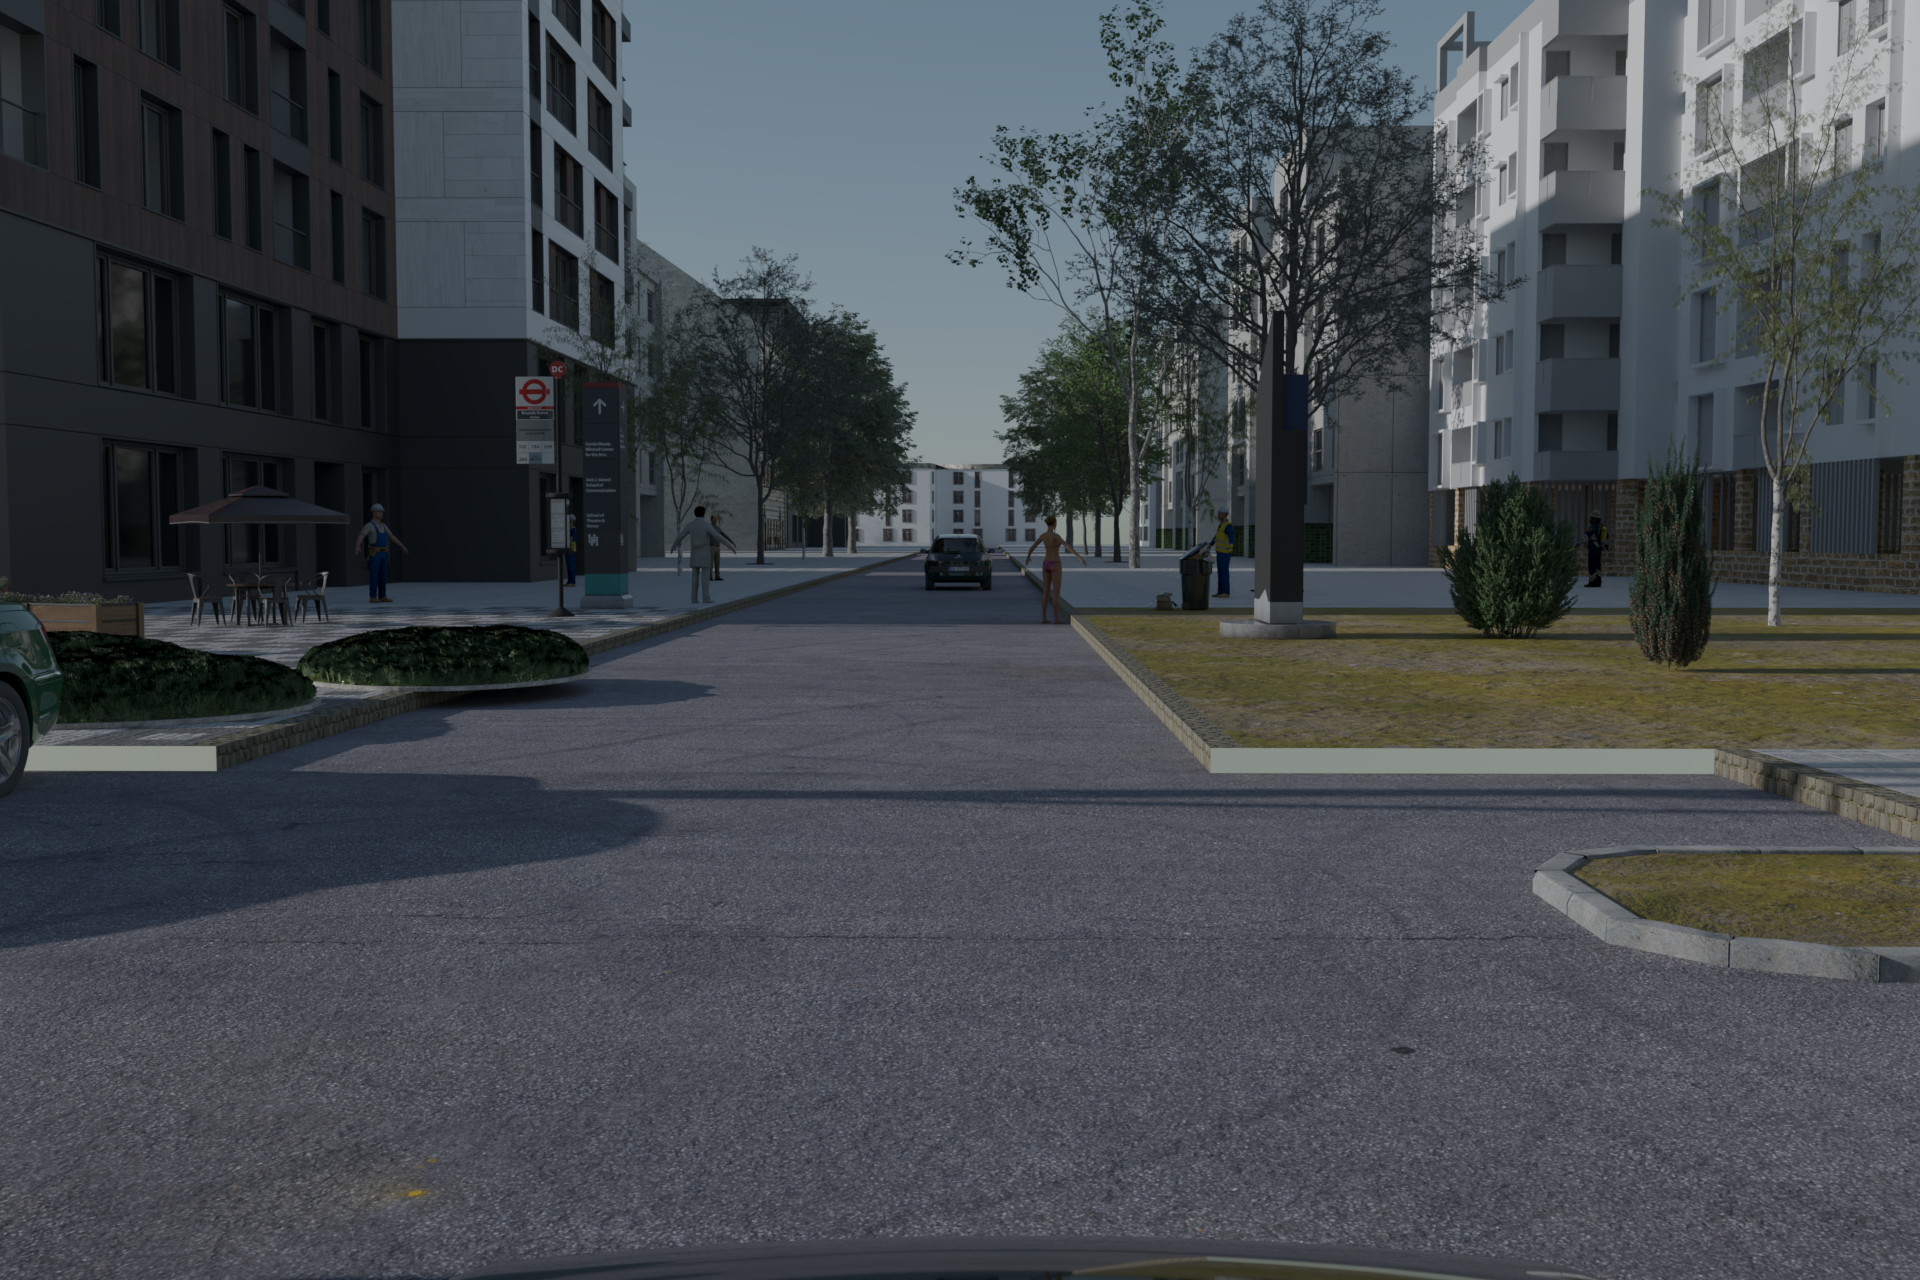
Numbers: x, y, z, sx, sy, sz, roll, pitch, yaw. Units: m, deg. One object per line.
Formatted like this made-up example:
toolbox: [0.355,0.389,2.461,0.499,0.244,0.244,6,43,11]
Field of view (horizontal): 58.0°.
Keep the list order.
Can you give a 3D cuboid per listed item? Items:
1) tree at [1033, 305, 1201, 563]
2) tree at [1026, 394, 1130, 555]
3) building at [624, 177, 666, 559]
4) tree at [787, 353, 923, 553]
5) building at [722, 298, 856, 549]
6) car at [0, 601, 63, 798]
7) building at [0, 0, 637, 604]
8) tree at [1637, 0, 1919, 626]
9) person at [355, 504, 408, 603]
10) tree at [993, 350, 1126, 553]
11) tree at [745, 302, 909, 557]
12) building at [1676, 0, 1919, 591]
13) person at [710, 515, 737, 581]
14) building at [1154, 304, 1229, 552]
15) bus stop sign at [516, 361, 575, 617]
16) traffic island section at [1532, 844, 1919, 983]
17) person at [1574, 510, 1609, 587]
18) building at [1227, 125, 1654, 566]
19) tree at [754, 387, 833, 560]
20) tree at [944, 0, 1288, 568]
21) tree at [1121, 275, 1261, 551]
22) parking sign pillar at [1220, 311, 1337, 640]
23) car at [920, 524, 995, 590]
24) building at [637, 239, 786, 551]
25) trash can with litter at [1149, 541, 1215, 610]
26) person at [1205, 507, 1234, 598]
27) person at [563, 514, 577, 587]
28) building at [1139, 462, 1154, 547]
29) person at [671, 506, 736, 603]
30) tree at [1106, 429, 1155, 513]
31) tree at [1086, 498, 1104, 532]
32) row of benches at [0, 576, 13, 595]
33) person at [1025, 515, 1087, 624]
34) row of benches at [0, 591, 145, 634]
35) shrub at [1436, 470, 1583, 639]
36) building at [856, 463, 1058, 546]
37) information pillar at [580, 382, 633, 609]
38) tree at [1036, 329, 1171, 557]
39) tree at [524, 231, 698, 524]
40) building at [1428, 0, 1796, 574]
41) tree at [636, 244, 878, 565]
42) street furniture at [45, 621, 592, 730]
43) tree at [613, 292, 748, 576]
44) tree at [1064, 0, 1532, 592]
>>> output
tree: [7.105,-9.311,77.984,9.928,11.665,9.643,0,3,0]
tree: [7.454,-10.537,106.689,7.601,10.594,8.767,1,4,12]
building: [-24.857,-13.073,80.205,16.747,18.905,31.486,0,4,0]
tree: [-7.263,-12.711,114.478,9.857,13.997,8.962,0,3,0]
building: [-25.184,-19.739,166.709,27.936,21.610,32.646,0,4,1]
car: [-6.121,0.232,7.997,2.131,1.459,4.920,0,4,1]
building: [-25.294,-12.181,43.138,27.936,21.610,32.646,0,4,1]
tree: [11.154,-4.505,24.015,4.360,8.622,3.978,0,3,0]
person: [-10.869,-1.623,32.398,0.705,1.847,1.347,2,4,24]
tree: [7.307,-12.859,116.895,9.857,13.997,8.962,0,3,0]
tree: [-7.446,-11.656,97.232,9.857,13.997,8.962,0,3,0]
building: [25.133,-11.600,46.086,16.016,20.090,11.380,0,4,1]
person: [-6.734,-2.525,47.552,1.348,1.796,0.705,-3,5,-44]
building: [25.844,-16.818,141.426,16.747,18.905,31.486,0,4,1]
bus stop sign: [-6.426,-2.332,26.831,0.855,3.939,0.416,0,3,0]
traffic island section: [3.271,1.000,6.514,1.991,0.108,1.994,0,4,2]
person: [15.272,-2.198,41.722,1.354,1.856,0.705,-3,4,-37]
building: [23.507,-13.287,83.694,16.747,18.905,31.486,0,4,1]
tree: [-7.581,-8.309,86.216,4.360,8.622,3.978,0,3,0]
tree: [5.633,-12.679,63.190,12.611,20.169,13.585,0,3,0]
tree: [6.231,-5.993,48.349,4.360,8.622,3.978,0,3,0]
parking sign pillar: [3.990,-2.028,21.627,1.447,3.967,1.447,0,4,1]
car: [-0.055,-2.182,45.462,2.009,1.686,4.222,0,4,-1]
building: [-24.031,-18.700,136.681,19.493,23.208,18.063,0,4,0]
trash can with litter: [3.737,-1.088,29.181,1.055,1.170,0.624,0,4,0]
person: [5.284,-1.773,34.950,0.705,1.833,1.349,-1,4,-12]
person: [-9.594,-2.190,42.270,0.721,1.772,1.216,-2,4,-27]
building: [23.556,-14.232,174.834,9.099,9.664,28.070,0,4,1]
person: [-4.818,-1.594,32.256,1.347,1.806,0.705,1,4,18]
tree: [20.838,-17.755,200.662,12.009,13.543,11.850,0,3,0]
tree: [16.750,-15.779,208.349,4.360,8.622,3.978,0,3,0]
row of benches: [-14.118,-0.590,25.105,1.422,0.672,4.104,-2,4,-28]
person: [1.515,-1.128,27.709,1.217,1.733,0.721,3,5,41]
row of benches: [-10.823,-0.224,19.123,4.104,0.672,1.422,1,4,21]
shrub: [6.801,-1.064,21.442,1.661,2.075,1.752,0,3,0]
building: [-2.726,-15.940,205.222,28.070,9.664,9.099,1,4,10]
information pillar: [-6.119,-2.480,29.920,0.750,3.857,0.750,0,4,2]
tree: [7.882,-10.814,94.928,7.486,12.596,7.792,0,3,0]
tree: [-9.028,-5.670,43.060,4.360,8.622,3.978,0,3,0]
building: [22.947,-12.713,64.278,16.016,20.090,11.380,0,4,1]
tree: [-8.326,-9.929,72.701,12.009,13.543,11.850,0,3,0]
street furniture: [-8.264,0.099,14.010,10.072,0.657,5.734,0,4,-4]
tree: [-8.607,-6.277,52.989,4.360,8.622,3.978,0,3,0]
tree: [7.111,-7.800,37.897,12.009,13.543,11.850,0,3,0]
